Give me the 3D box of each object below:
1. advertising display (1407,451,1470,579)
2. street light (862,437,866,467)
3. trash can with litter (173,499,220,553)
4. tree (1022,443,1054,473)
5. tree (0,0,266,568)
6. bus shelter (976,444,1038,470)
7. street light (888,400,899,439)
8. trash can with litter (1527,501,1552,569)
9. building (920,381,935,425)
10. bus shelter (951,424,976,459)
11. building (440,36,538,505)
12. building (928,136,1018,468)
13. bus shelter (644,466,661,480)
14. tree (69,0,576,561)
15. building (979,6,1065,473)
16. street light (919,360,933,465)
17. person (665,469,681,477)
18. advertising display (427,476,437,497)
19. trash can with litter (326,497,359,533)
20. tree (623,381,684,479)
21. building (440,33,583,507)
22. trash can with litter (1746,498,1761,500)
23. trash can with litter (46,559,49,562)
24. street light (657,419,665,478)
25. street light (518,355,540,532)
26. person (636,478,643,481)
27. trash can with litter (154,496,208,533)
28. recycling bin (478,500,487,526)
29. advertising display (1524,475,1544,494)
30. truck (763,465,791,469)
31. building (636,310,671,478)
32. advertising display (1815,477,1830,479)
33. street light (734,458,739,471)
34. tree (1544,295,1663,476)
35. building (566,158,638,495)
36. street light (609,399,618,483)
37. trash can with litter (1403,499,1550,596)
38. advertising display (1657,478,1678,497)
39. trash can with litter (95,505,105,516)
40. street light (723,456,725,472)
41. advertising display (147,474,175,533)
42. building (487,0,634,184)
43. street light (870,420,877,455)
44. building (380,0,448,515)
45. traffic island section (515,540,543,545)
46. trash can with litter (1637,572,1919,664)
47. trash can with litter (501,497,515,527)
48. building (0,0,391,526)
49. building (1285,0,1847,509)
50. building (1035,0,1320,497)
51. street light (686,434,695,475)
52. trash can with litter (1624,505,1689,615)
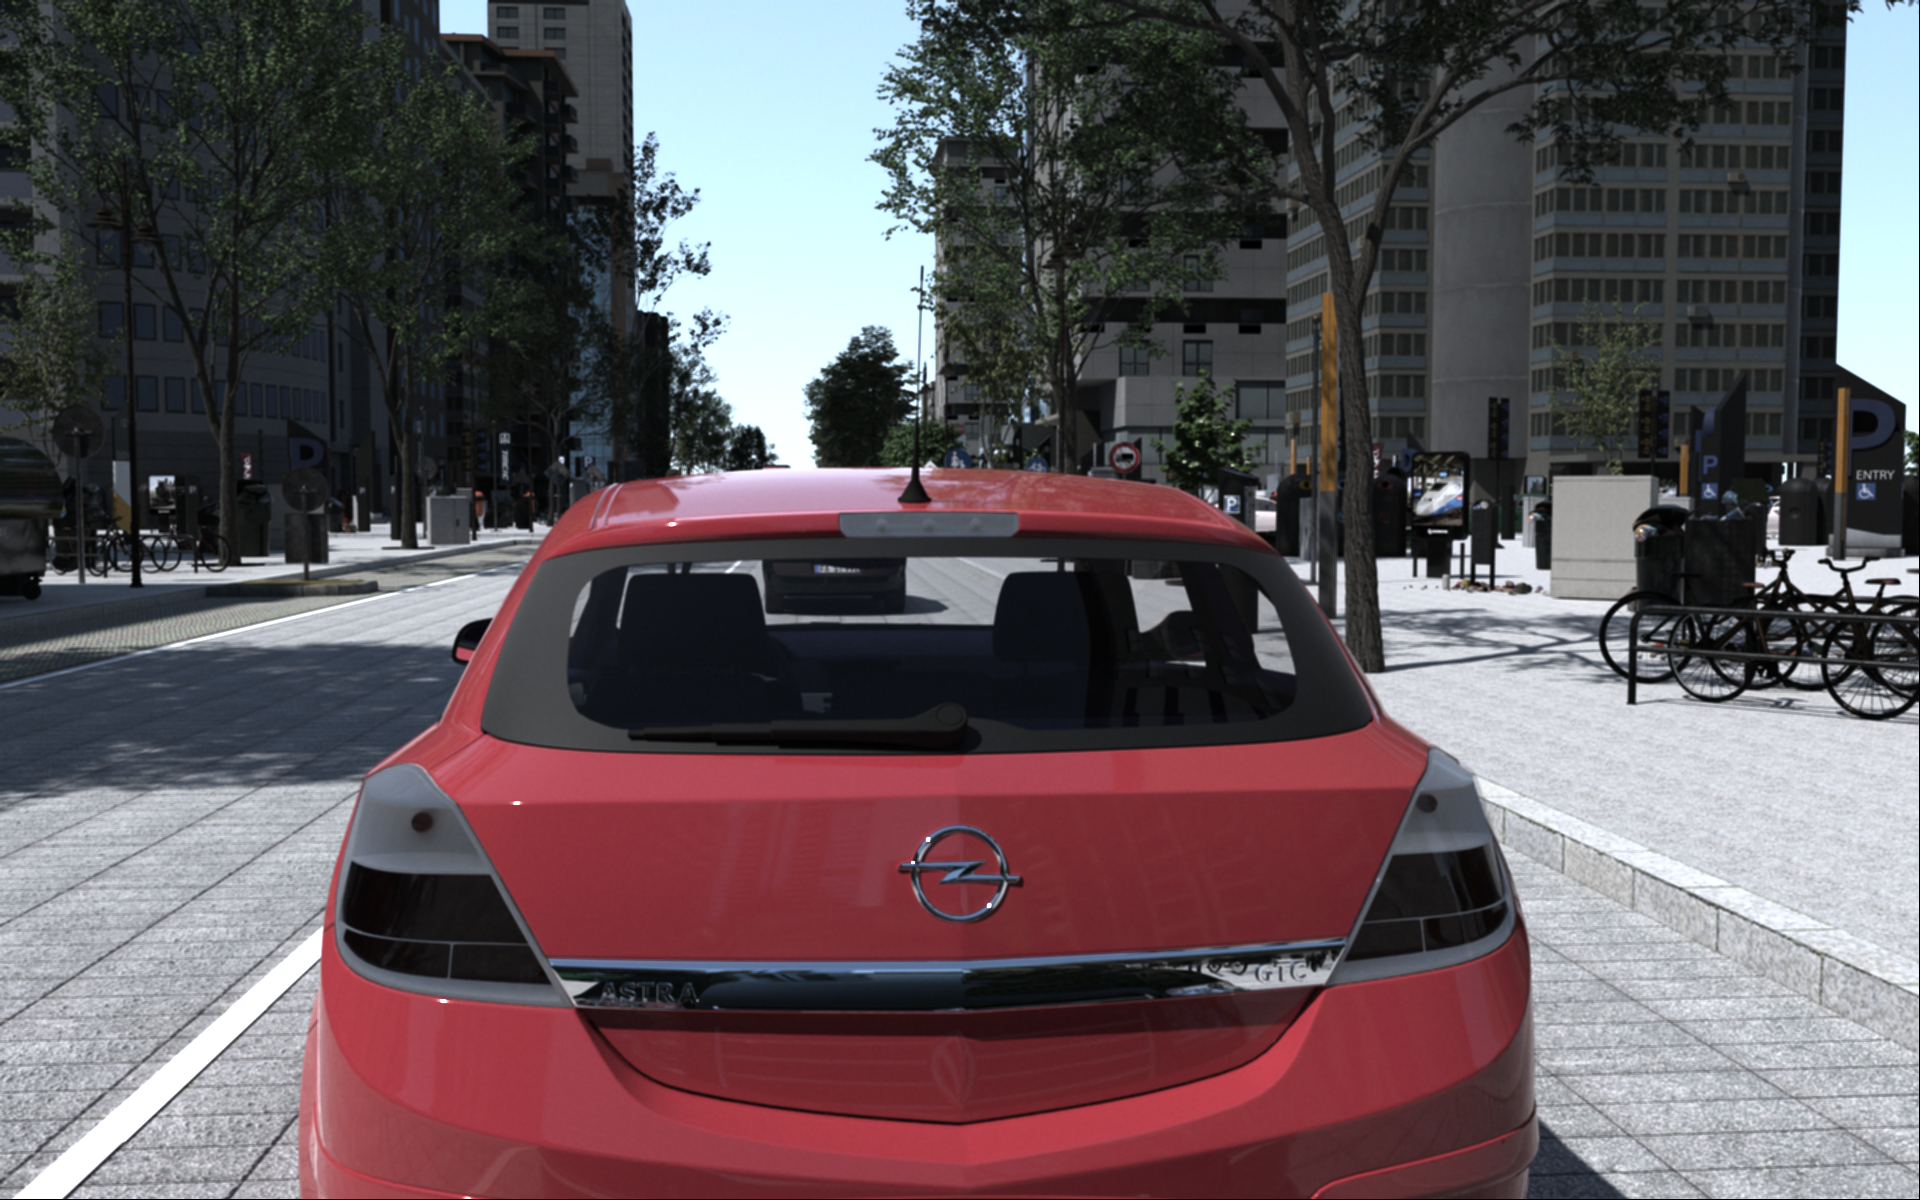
[{"bbox_3d":[7.308,-1.296,26.399,0.123,1.923,0.974,-3,5,-39],"label":"advertising display"},{"bbox_3d":[-7.281,-9.753,132.246,0.468,5.910,1.993,0,4,-5],"label":"street light"},{"bbox_3d":[-16.549,-1.606,37.645,1.055,1.170,0.624,-1,4,-10],"label":"trash can with litter"},{"bbox_3d":[2.732,-4.380,66.222,1.663,3.219,1.824,0,3,0],"label":"tree"},{"bbox_3d":[-13.056,-6.392,30.257,9.928,11.665,9.643,0,3,0],"label":"tree"},{"bbox_3d":[1.919,-4.798,72.364,2.014,3.302,5.546,0,4,-5],"label":"bus shelter"},{"bbox_3d":[-3.238,-6.794,83.863,0.468,5.910,1.993,0,4,-5],"label":"street light"},{"bbox_3d":[10.098,-1.118,29.674,0.624,1.170,1.055,2,4,26],"label":"trash can with litter"},{"bbox_3d":[8.199,-26.605,280.035,27.650,21.520,28.899,0,4,-5],"label":"building"},{"bbox_3d":[-0.506,-7.299,96.976,2.179,5.291,8.768,0,4,-5],"label":"bus shelter"},{"bbox_3d":[-52.220,-27.496,141.443,32.217,40.220,23.993,0,4,-5],"label":"building"},{"bbox_3d":[10.635,-40.458,250.726,28.713,52.752,27.495,0,4,-5],"label":"building"},{"bbox_3d":[-23.021,-8.171,127.516,2.014,3.302,5.546,0,4,-5],"label":"bus shelter"},{"bbox_3d":[-12.930,-6.975,39.794,9.928,11.665,9.643,0,3,0],"label":"tree"},{"bbox_3d":[14.567,-53.079,180.517,22.319,86.520,31.000,0,4,-5],"label":"building"},{"bbox_3d":[-1.211,-5.324,59.841,0.468,5.910,1.993,0,4,-5],"label":"street light"},{"bbox_3d":[-4.107,-1.023,25.402,0.473,1.802,0.592,2,4,28],"label":"person"},{"bbox_3d":[-18.693,-3.424,61.195,0.123,1.923,0.974,0,4,3],"label":"advertising display"},{"bbox_3d":[-20.339,-2.796,57.099,1.055,1.170,0.624,1,4,11],"label":"trash can with litter"},{"bbox_3d":[-19.733,-9.784,110.324,4.360,8.622,3.978,0,3,0],"label":"tree"},{"bbox_3d":[-49.000,-31.402,168.049,22.147,44.769,28.867,0,4,-5],"label":"building"},{"bbox_3d":[13.606,-1.197,30.621,2.233,1.210,1.678,-1,4,-14],"label":"trash can with litter"},{"bbox_3d":[-17.617,-1.289,32.133,2.233,1.210,1.678,2,4,24],"label":"trash can with litter"},{"bbox_3d":[-18.337,-8.163,106.254,0.468,5.910,1.993,0,4,-5],"label":"street light"},{"bbox_3d":[-14.357,-5.201,57.831,0.468,5.910,1.993,0,4,-5],"label":"street light"},{"bbox_3d":[-7.040,-1.774,37.859,0.623,1.781,0.721,-2,4,-28],"label":"person"},{"bbox_3d":[-26.343,-2.903,58.515,1.678,1.210,2.233,-2,4,-28],"label":"trash can with litter"},{"bbox_3d":[-19.662,-3.545,70.513,0.722,1.027,0.722,0,4,-7],"label":"recycling bin"},{"bbox_3d":[19.916,-3.358,60.116,0.974,1.923,0.123,-2,4,-35],"label":"advertising display"},{"bbox_3d":[-17.828,-10.978,168.406,2.839,4.237,11.283,0,4,-4],"label":"truck"},{"bbox_3d":[-52.887,-30.488,270.172,14.160,30.474,14.107,0,4,-5],"label":"building"},{"bbox_3d":[33.095,-3.750,66.526,0.123,1.923,0.974,0,4,1],"label":"advertising display"},{"bbox_3d":[-27.742,-14.935,216.973,0.468,5.910,1.993,0,4,-5],"label":"street light"},{"bbox_3d":[23.745,-6.912,63.376,4.737,8.622,4.395,0,3,0],"label":"tree"},{"bbox_3d":[-51.458,-35.731,234.311,14.600,45.320,14.200,0,4,-5],"label":"building"},{"bbox_3d":[-16.327,-6.688,82.139,0.468,5.910,1.993,0,4,-5],"label":"street light"},{"bbox_3d":[6.992,-0.718,22.799,1.678,1.210,2.233,-1,4,-13],"label":"trash can with litter"},{"bbox_3d":[28.332,-3.942,69.662,0.974,1.923,0.123,0,4,4],"label":"advertising display"},{"bbox_3d":[-20.077,-1.730,39.679,0.624,1.170,1.055,0,4,-7],"label":"trash can with litter"},{"bbox_3d":[-24.885,-12.852,182.915,0.468,5.910,1.993,0,4,-5],"label":"street light"},{"bbox_3d":[-25.925,-3.130,56.397,0.974,1.923,0.123,0,4,0],"label":"advertising display"},{"bbox_3d":[-55.669,-49.706,250.949,20.563,71.187,20.611,0,4,-5],"label":"building"},{"bbox_3d":[-5.387,-8.283,108.213,0.468,5.910,1.993,0,4,-5],"label":"street light"},{"bbox_3d":[-41.761,-28.197,111.131,14.600,45.320,14.200,0,4,-5],"label":"building"},{"bbox_3d":[-11.603,-1.692,49.940,2.009,0.180,2.903,0,4,-5],"label":"traffic island section"},{"bbox_3d":[6.389,-0.154,13.575,2.233,1.210,1.678,1,4,16],"label":"trash can with litter"},{"bbox_3d":[-17.778,-3.452,67.835,0.624,1.170,1.055,1,4,8],"label":"trash can with litter"},{"bbox_3d":[-41.527,-32.997,81.493,21.231,58.520,28.212,0,4,-5],"label":"building"},{"bbox_3d":[31.086,-24.345,89.930,23.993,40.220,32.217,0,4,-5],"label":"building"},{"bbox_3d":[20.171,-32.546,121.371,28.713,52.752,27.495,0,4,-5],"label":"building"},{"bbox_3d":[-20.811,-9.914,134.873,0.468,5.910,1.993,0,4,-5],"label":"street light"},{"bbox_3d":[7.387,-0.440,18.581,0.624,1.170,1.055,0,4,3],"label":"trash can with litter"}]
